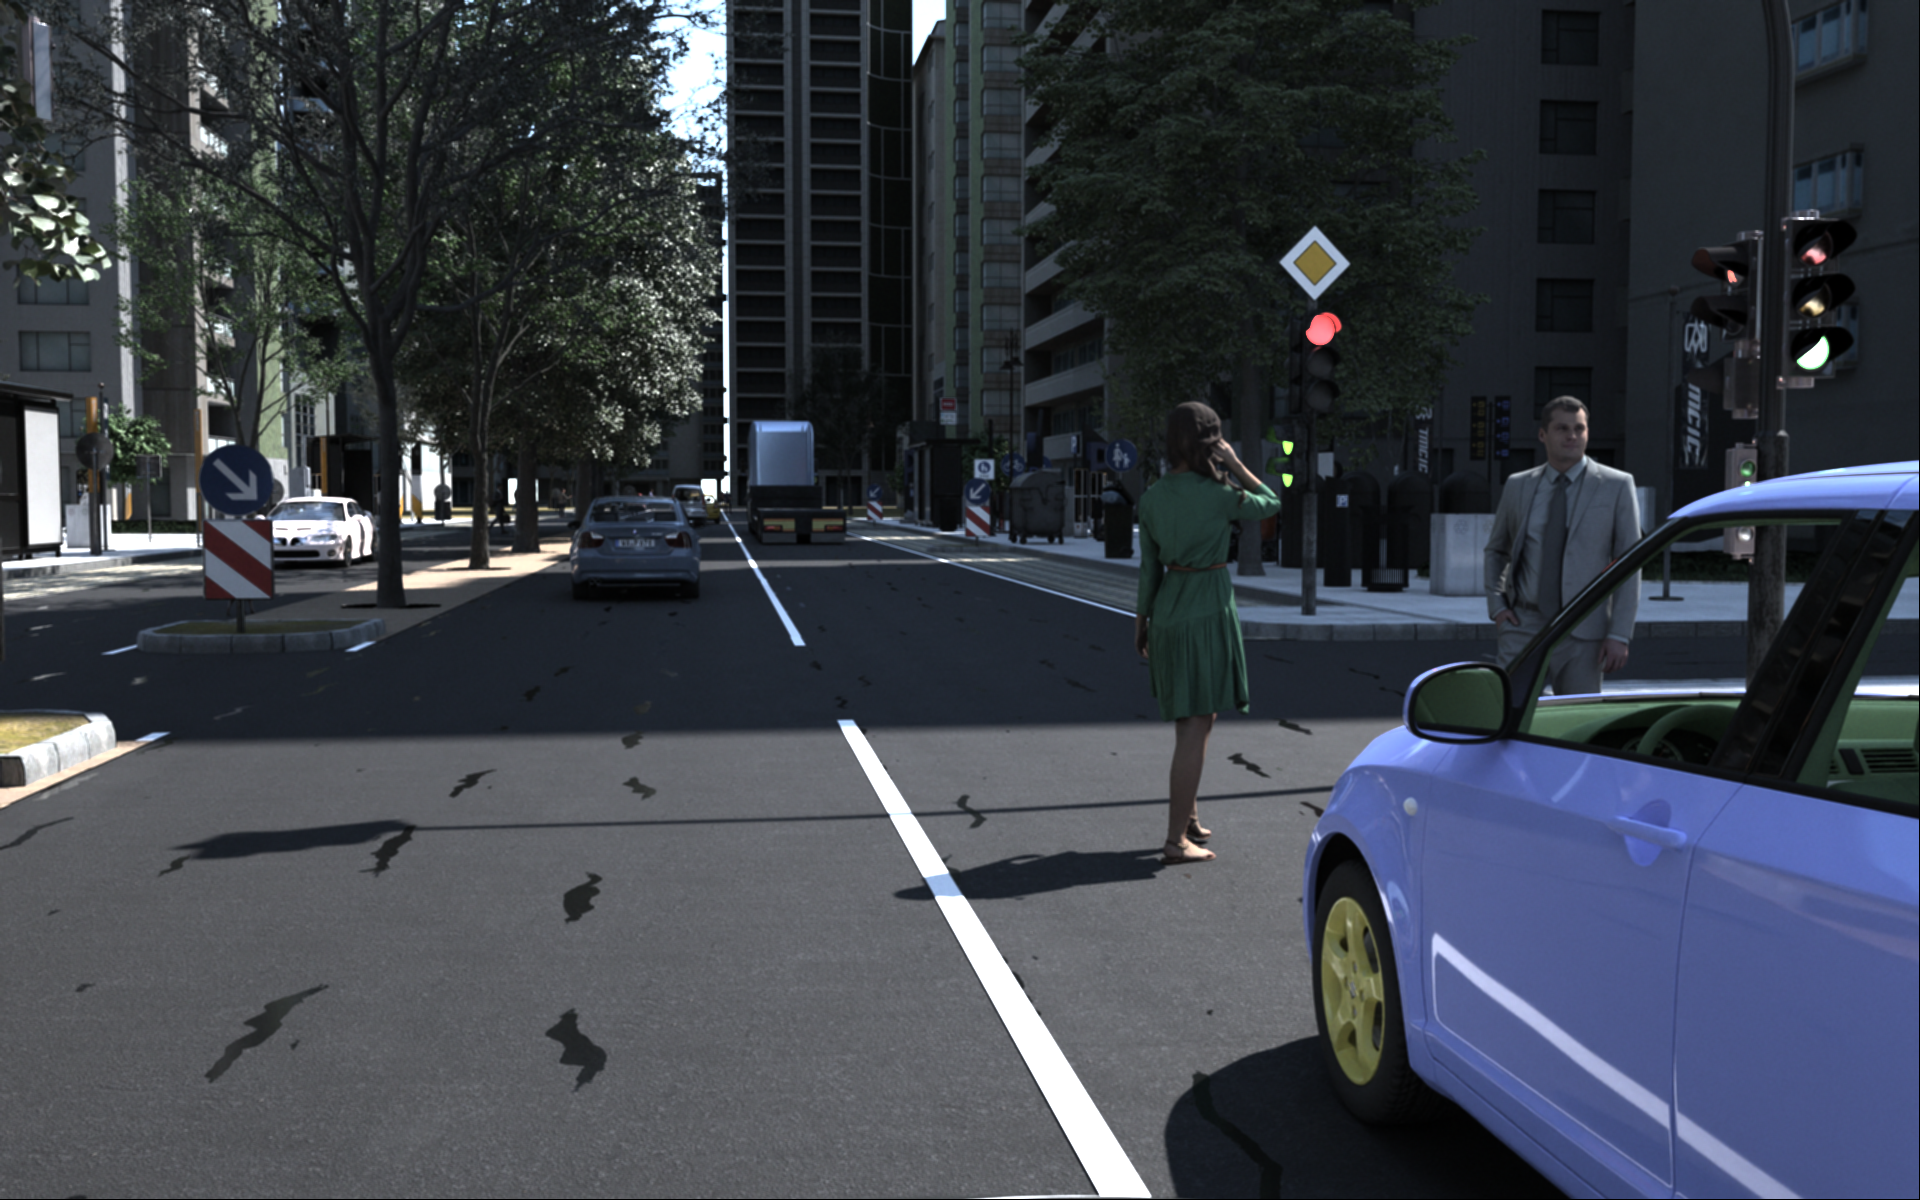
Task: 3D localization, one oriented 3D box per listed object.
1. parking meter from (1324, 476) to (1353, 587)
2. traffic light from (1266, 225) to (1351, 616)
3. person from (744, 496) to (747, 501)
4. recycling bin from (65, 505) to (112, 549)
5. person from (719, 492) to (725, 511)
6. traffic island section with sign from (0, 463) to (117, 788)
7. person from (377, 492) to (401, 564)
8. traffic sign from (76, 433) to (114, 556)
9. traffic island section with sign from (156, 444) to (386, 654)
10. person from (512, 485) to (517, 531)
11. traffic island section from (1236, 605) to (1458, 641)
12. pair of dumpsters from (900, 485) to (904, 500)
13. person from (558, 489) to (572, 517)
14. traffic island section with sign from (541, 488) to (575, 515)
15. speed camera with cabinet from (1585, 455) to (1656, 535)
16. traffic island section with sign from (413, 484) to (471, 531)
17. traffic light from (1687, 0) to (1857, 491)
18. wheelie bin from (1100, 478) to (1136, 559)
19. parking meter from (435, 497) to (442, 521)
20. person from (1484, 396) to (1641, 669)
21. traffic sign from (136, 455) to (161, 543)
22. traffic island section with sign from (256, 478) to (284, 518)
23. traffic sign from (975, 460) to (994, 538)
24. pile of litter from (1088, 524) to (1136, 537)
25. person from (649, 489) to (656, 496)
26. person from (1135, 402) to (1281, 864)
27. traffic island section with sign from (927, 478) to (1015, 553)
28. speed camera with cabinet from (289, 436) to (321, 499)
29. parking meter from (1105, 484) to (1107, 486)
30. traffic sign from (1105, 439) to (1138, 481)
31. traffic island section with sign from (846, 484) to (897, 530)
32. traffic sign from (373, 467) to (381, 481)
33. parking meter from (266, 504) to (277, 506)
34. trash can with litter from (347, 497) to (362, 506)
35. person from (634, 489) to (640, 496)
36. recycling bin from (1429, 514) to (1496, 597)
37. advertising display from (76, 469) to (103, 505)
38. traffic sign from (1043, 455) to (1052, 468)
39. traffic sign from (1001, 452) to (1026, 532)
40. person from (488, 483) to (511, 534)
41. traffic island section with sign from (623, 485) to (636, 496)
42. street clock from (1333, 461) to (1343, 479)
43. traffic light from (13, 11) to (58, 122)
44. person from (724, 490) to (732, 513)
[{"bbox_3d":[5.245,-0.955,24.023,0.372,1.533,0.369,0,3,0],"label":"parking meter"},{"bbox_3d":[3.677,-1.793,18.242,0.839,4.253,0.868,-1,4,-8],"label":"traffic light"},{"bbox_3d":[-15.397,-7.253,127.802,1.217,1.743,0.721,-3,4,-37],"label":"person"},{"bbox_3d":[-20.710,-1.750,41.164,0.722,1.027,0.722,0,4,7],"label":"recycling bin"},{"bbox_3d":[-20.176,-8.366,146.760,0.593,1.643,0.415,-1,4,-14],"label":"person"},{"bbox_3d":[-5.676,-0.065,9.196,2.006,1.907,1.989,-1,4,-8],"label":"traffic island section with sign"},{"bbox_3d":[-11.660,-1.637,35.439,0.511,1.800,0.466,2,4,24],"label":"person"},{"bbox_3d":[-17.916,-2.189,35.890,0.768,2.556,0.104,0,4,-4],"label":"traffic sign"},{"bbox_3d":[-6.718,-0.513,16.530,2.006,1.907,1.989,-1,4,-8],"label":"traffic island section with sign"},{"bbox_3d":[-17.131,-3.595,67.257,0.573,1.828,0.580,-3,4,-36],"label":"person"},{"bbox_3d":[3.718,0.240,18.362,2.009,0.180,2.903,-1,4,-8],"label":"traffic island section"},{"bbox_3d":[-1.836,-4.896,82.535,1.574,2.255,4.437,0,4,-8],"label":"pair of dumpsters"},{"bbox_3d":[-24.545,-6.029,107.608,0.750,1.759,0.617,-3,5,-42],"label":"person"},{"bbox_3d":[-27.310,-6.650,117.361,1.989,1.847,2.006,-1,4,-8],"label":"traffic island section with sign"},{"bbox_3d":[15.164,-2.826,40.534,2.038,3.252,0.660,3,5,42],"label":"speed camera with cabinet"},{"bbox_3d":[-20.170,-3.602,67.527,1.989,1.847,2.006,-1,4,-8],"label":"traffic island section with sign"},{"bbox_3d":[2.751,-2.155,9.901,4.771,5.953,1.251,-1,4,-8],"label":"traffic light"},{"bbox_3d":[3.164,-1.635,34.646,0.693,1.594,0.980,1,4,9],"label":"wheelie bin"},{"bbox_3d":[-24.944,-4.563,83.015,0.372,1.533,0.369,0,3,0],"label":"parking meter"},{"bbox_3d":[2.351,0.107,6.846,0.635,1.810,0.391,2,4,27],"label":"person"},{"bbox_3d":[-21.084,-2.624,45.030,0.606,2.300,0.079,0,4,-8],"label":"traffic sign"},{"bbox_3d":[-16.346,-1.970,40.843,1.989,1.847,2.006,-1,4,-8],"label":"traffic island section with sign"},{"bbox_3d":[0.706,-2.970,50.690,0.606,2.300,0.079,0,4,-5],"label":"traffic sign"},{"bbox_3d":[4.602,-2.306,51.671,1.176,0.858,1.719,-3,5,-45],"label":"pile of litter"},{"bbox_3d":[-27.474,-8.955,154.777,0.599,1.838,0.709,-1,4,-10],"label":"person"},{"bbox_3d":[0.912,0.114,6.879,0.600,1.795,0.529,2,4,35],"label":"person"},{"bbox_3d":[0.212,-2.086,42.733,1.989,1.847,2.006,-1,4,-8],"label":"traffic island section with sign"},{"bbox_3d":[-22.766,-4.027,60.179,0.660,3.252,2.038,0,4,-6],"label":"speed camera with cabinet"},{"bbox_3d":[3.830,-2.150,43.559,0.372,1.533,0.369,0,3,0],"label":"parking meter"},{"bbox_3d":[3.728,-2.451,40.183,0.768,2.556,0.104,0,4,-5],"label":"traffic sign"},{"bbox_3d":[-3.602,-3.718,69.418,1.989,1.847,2.006,-1,4,-8],"label":"traffic island section with sign"},{"bbox_3d":[-23.275,-4.281,69.993,0.884,2.594,0.081,0,4,-1],"label":"traffic sign"},{"bbox_3d":[-19.673,-2.518,49.579,0.372,1.533,0.369,0,3,0],"label":"parking meter"},{"bbox_3d":[-22.598,-3.286,65.115,1.055,1.170,0.624,-3,5,-43],"label":"trash can with litter"},{"bbox_3d":[-21.980,-6.633,117.043,1.348,1.812,0.705,0,4,-6],"label":"person"},{"bbox_3d":[6.410,-0.575,21.951,0.722,1.027,0.722,0,4,-2],"label":"recycling bin"},{"bbox_3d":[-22.785,-2.458,45.396,0.974,1.923,0.123,2,4,30],"label":"advertising display"},{"bbox_3d":[2.601,-3.431,56.207,0.768,2.556,0.104,0,4,-7],"label":"traffic sign"},{"bbox_3d":[1.623,-3.237,53.024,0.768,2.556,0.104,0,4,-4],"label":"traffic sign"},{"bbox_3d":[-16.708,-3.313,62.632,0.822,1.834,0.622,0,4,-6],"label":"person"},{"bbox_3d":[-17.386,-5.063,90.910,2.006,1.907,1.989,-1,4,-8],"label":"traffic island section with sign"},{"bbox_3d":[7.988,-2.004,37.336,0.358,2.002,0.471,-3,5,-42],"label":"street clock"},{"bbox_3d":[-11.004,-2.538,16.166,4.771,5.953,1.251,-1,4,-8],"label":"traffic light"},{"bbox_3d":[-17.076,-7.277,127.928,0.568,1.767,0.683,3,5,44],"label":"person"}]
